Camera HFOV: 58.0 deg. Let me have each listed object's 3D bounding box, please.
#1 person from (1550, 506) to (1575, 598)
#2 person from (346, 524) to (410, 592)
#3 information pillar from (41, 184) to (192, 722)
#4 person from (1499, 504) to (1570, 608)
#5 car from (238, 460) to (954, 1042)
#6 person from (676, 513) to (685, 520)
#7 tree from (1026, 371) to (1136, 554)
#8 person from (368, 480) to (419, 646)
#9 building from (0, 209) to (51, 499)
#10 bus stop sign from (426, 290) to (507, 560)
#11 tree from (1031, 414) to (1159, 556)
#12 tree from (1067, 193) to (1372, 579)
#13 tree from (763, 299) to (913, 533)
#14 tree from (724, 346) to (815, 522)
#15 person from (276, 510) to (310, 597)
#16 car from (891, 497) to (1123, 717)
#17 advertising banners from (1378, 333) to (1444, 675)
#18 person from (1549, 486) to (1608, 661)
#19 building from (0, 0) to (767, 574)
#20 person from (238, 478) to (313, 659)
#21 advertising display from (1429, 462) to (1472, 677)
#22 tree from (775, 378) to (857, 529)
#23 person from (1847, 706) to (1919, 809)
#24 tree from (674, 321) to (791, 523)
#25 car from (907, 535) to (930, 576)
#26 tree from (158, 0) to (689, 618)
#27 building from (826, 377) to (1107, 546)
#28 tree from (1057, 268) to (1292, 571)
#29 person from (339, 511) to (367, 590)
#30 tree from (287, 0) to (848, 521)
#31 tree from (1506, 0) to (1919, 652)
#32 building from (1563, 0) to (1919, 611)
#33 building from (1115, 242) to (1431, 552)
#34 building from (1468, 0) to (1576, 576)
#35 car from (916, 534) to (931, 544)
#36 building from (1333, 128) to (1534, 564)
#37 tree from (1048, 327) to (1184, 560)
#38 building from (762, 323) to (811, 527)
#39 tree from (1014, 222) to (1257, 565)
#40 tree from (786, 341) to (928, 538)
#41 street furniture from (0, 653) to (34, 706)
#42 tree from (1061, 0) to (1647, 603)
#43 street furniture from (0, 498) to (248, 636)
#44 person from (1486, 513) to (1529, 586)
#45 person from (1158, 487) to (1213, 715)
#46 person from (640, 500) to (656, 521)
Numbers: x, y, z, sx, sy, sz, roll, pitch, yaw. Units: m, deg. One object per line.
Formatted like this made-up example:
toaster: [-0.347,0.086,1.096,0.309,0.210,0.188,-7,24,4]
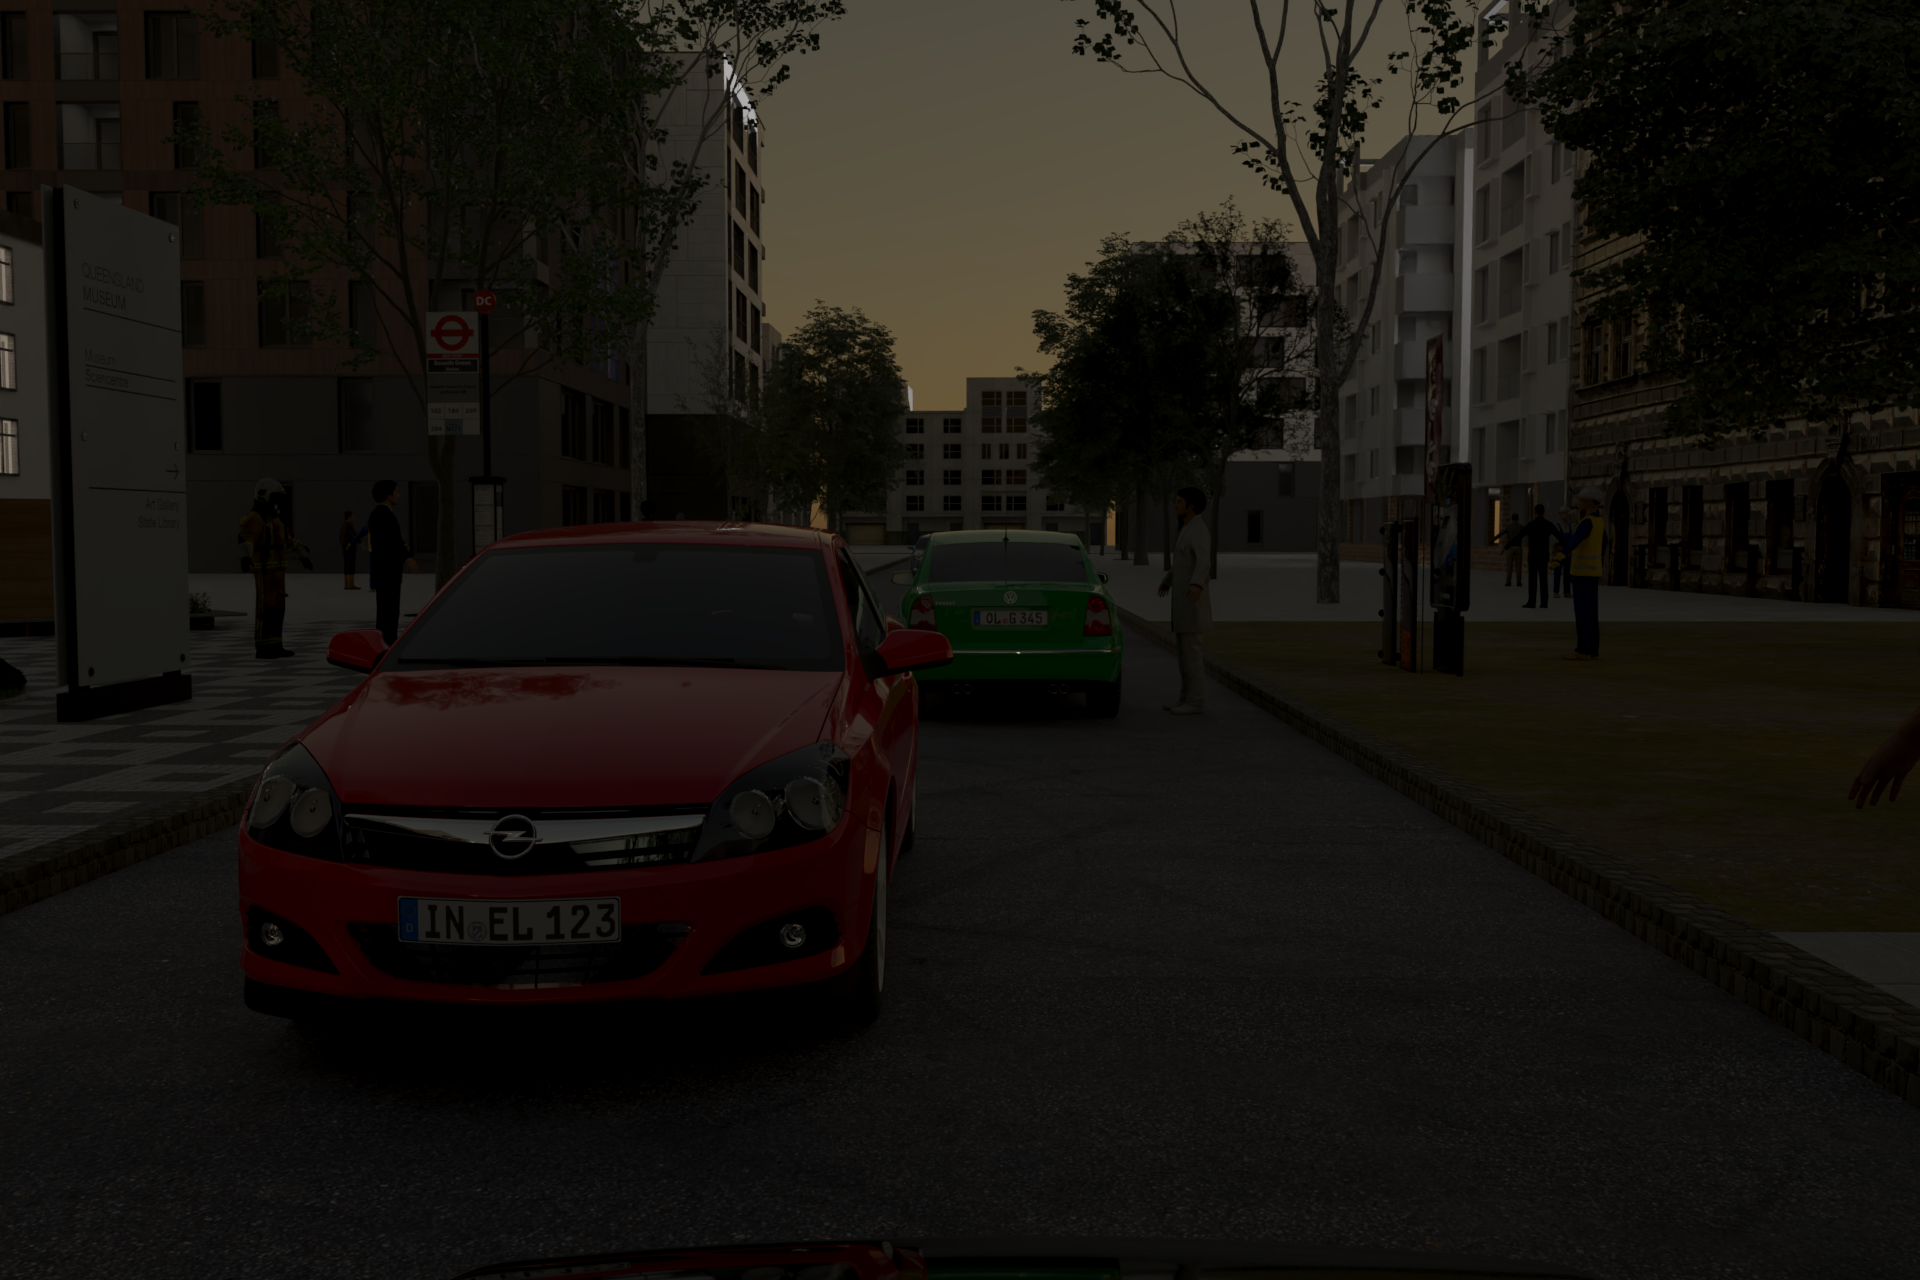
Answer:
person: [12.135,-1.770,34.804,1.347,1.847,0.705,-1,4,-10]
person: [-12.871,-1.977,38.299,1.349,1.833,0.705,-1,4,-16]
information pillar: [-6.060,-1.297,12.520,0.184,3.620,1.656,0,4,1]
person: [10.012,-1.456,30.028,1.346,1.802,0.704,-1,4,-13]
car: [-1.095,0.159,6.435,2.155,1.783,4.494,0,4,0]
person: [-7.016,-2.283,43.462,1.348,1.813,0.705,-1,4,-20]
tree: [8.014,-11.726,109.853,7.486,12.596,7.792,0,3,0]
person: [-5.542,-0.652,16.853,0.705,1.806,1.347,-2,4,-31]
building: [-25.506,-5.597,33.651,9.099,9.664,28.070,0,3,0]
bus stop sign: [-5.409,-1.854,19.021,0.855,3.939,0.416,0,4,2]
tree: [8.321,-10.201,101.202,8.767,10.594,7.601,0,4,0]
tree: [7.071,-6.980,48.530,8.767,10.594,7.601,1,4,10]
tree: [-7.010,-11.562,95.690,9.857,13.997,8.962,0,3,0]
tree: [-7.811,-7.237,68.692,4.737,8.622,4.395,0,3,0]
person: [-13.938,-1.803,35.255,1.354,1.856,0.705,0,4,1]
car: [0.361,-0.376,14.942,1.959,1.807,4.718,0,4,0]
advertising banners: [4.213,-1.225,16.220,0.090,3.025,2.074,0,4,1]
person: [6.334,-0.688,17.718,0.721,1.772,1.216,3,5,41]
building: [-23.890,-13.927,71.687,27.936,21.610,32.646,0,4,1]
person: [-7.111,-0.742,17.897,0.705,1.858,1.354,0,4,6]
advertising display: [4.519,-0.659,15.982,0.123,1.923,0.974,0,4,1]
tree: [-7.245,-8.067,82.255,4.360,8.622,3.978,0,3,0]
person: [1.817,0.359,2.710,0.704,1.817,1.347,0,4,2]
tree: [-7.767,-6.700,59.901,4.360,8.622,3.978,0,3,0]
car: [-0.735,-2.809,57.930,2.014,1.417,4.499,0,4,0]
tree: [-7.952,-6.158,26.439,9.928,11.665,9.643,0,3,0]
building: [1.120,-20.389,202.268,31.486,18.905,16.747,0,4,3]
tree: [7.292,-7.678,59.952,8.767,10.594,7.601,1,4,14]
person: [-14.061,-2.070,39.983,0.704,1.812,1.346,-3,5,-40]
tree: [-9.444,-11.460,43.263,12.611,20.169,13.585,0,3,0]
tree: [10.576,-6.818,18.126,9.857,13.997,8.962,0,3,0]
building: [25.104,-12.539,35.935,19.493,23.208,18.063,0,4,1]
building: [26.100,-17.964,137.679,27.936,21.610,32.646,0,4,0]
building: [23.488,-12.497,60.744,16.016,20.090,11.380,0,4,1]
car: [-1.199,-4.796,88.635,2.015,1.641,3.980,0,4,1]
building: [23.618,-13.976,84.922,16.016,20.090,11.380,0,4,0]
tree: [8.030,-9.722,84.712,9.928,11.665,9.643,0,3,0]
building: [-23.988,-18.027,161.205,16.747,18.905,31.486,0,4,1]
tree: [7.345,-10.041,70.829,9.857,13.997,8.962,0,3,0]
tree: [-7.673,-12.219,110.149,12.009,13.543,11.850,0,3,0]
street furniture: [-10.443,0.268,11.247,5.734,0.657,10.072,1,4,14]
tree: [5.856,-10.678,30.468,12.611,20.169,13.585,0,3,0]
street furniture: [-13.807,-1.070,24.346,9.812,1.723,11.010,-3,5,-42]
person: [13.606,-2.216,42.502,1.348,1.796,0.705,1,4,14]
person: [1.817,-0.322,13.902,0.705,1.806,1.347,0,4,-4]
person: [-4.260,-1.029,23.547,1.216,1.740,0.721,-1,4,-19]
